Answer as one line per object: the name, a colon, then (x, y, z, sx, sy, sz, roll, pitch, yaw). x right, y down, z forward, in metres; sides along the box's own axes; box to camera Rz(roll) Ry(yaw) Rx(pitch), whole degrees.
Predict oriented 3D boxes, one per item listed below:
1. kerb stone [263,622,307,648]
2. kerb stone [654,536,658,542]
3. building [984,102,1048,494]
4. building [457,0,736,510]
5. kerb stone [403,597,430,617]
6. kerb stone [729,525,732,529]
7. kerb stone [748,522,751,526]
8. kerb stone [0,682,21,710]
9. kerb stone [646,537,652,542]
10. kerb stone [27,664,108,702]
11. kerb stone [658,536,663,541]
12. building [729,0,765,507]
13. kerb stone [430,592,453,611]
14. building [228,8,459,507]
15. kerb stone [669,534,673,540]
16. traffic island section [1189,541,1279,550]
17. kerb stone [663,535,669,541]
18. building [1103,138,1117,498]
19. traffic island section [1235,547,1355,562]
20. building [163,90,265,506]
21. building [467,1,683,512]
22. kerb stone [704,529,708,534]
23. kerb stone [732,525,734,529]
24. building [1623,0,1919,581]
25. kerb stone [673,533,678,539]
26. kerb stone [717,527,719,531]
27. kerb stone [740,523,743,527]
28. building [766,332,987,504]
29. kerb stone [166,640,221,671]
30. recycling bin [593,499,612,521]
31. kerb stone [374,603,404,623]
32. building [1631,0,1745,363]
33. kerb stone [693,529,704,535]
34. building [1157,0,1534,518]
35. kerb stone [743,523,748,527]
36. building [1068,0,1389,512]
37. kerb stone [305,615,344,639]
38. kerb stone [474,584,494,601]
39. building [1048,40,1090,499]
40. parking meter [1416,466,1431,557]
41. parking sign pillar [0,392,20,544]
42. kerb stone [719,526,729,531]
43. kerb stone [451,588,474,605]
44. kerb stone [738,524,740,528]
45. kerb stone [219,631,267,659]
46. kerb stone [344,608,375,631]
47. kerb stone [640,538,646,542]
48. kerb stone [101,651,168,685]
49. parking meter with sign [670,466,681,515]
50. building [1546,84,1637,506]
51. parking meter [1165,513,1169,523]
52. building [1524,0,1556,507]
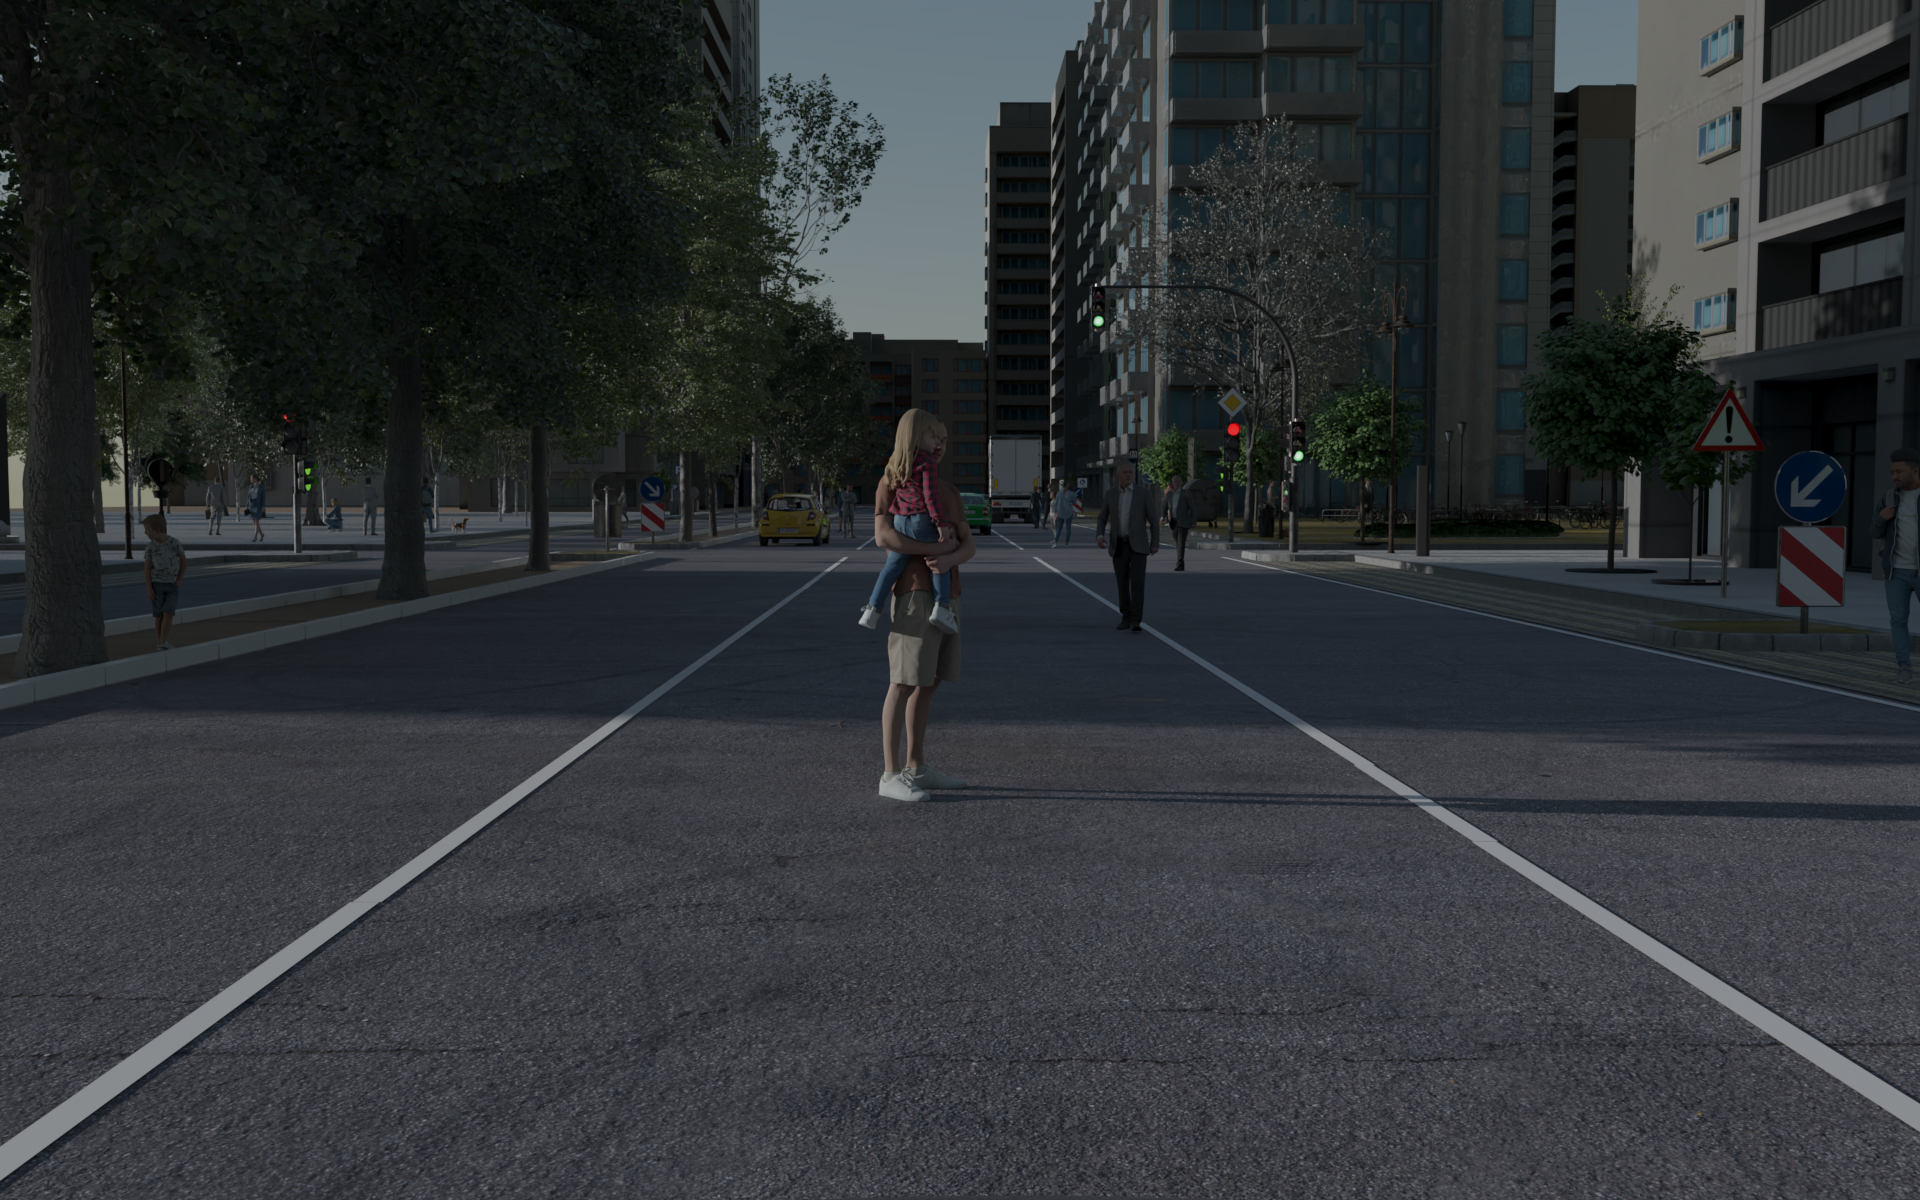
kerb stone: (-6.493, 0.347, 16.517, 0.120, 0.150, 1.000, 0, 4, -1)
kerb stone: (-9.094, -1.750, 50.881, 0.120, 0.150, 1.000, 0, 4, -1)
building: (13.823, -36.338, 217.829, 21.600, 48.544, 21.300, 0, 4, -1)
building: (-31.013, -31.977, 146.532, 21.300, 48.544, 21.600, 0, 4, -1)
kerb stone: (-6.545, 0.099, 20.618, 0.120, 0.150, 1.000, 0, 4, -1)
kerb stone: (-9.367, -2.878, 69.344, 0.120, 0.150, 1.000, 0, 4, -1)
kerb stone: (-9.469, -3.323, 76.525, 0.120, 0.150, 1.000, 0, 4, -1)
kerb stone: (-6.415, 0.666, 11.396, 0.120, 0.150, 1.000, 0, 4, -1)
kerb stone: (-9.079, -1.689, 49.846, 0.120, 0.150, 1.000, 0, 4, -1)
kerb stone: (-6.431, 0.598, 12.418, 0.120, 0.150, 1.000, 0, 4, -1)
kerb stone: (-9.109, -1.817, 51.903, 0.120, 0.150, 1.000, 0, 4, -1)
building: (-32.037, -45.471, 181.697, 20.611, 71.187, 20.563, 0, 4, -1)
kerb stone: (-6.572, 0.035, 21.649, 0.120, 0.150, 1.000, 0, 4, -1)
building: (-56.415, -36.022, 178.194, 27.495, 52.752, 28.713, 0, 4, -1)
kerb stone: (-9.143, -1.941, 53.947, 0.120, 0.150, 1.000, 0, 4, -1)
traffic island section: (7.210, -1.449, 45.967, 2.009, 0.180, 2.903, 0, 4, -1)
kerb stone: (-9.118, -1.879, 52.925, 0.120, 0.150, 1.000, 0, 4, -1)
building: (17.958, -22.160, 134.011, 14.160, 30.474, 14.107, 0, 4, -1)
traffic island section: (7.327, -0.960, 37.983, 2.009, 0.180, 2.903, 0, 4, -1)
building: (-77.440, -32.700, 184.751, 14.200, 45.320, 14.600, 0, 4, -1)
building: (-28.381, -27.202, 128.346, 14.154, 41.232, 14.086, 0, 4, -1)
kerb stone: (-9.261, -2.445, 62.164, 0.120, 0.150, 1.000, 0, 4, -1)
kerb stone: (-9.368, -2.944, 70.366, 0.120, 0.150, 1.000, 0, 4, -1)
building: (23.888, -35.769, 23.068, 20.563, 71.187, 20.611, 0, 4, -1)
kerb stone: (-9.150, -2.002, 54.969, 0.120, 0.150, 1.000, 0, 4, -1)
kerb stone: (-9.306, -2.633, 65.250, 0.120, 0.150, 1.000, 0, 4, -1)
kerb stone: (-9.436, -3.135, 73.445, 0.120, 0.150, 1.000, 0, 4, -1)
building: (-11.471, -23.027, 221.532, 28.899, 21.520, 27.650, 0, 4, -1)
kerb stone: (-6.463, 0.475, 14.464, 0.120, 0.150, 1.000, 0, 4, -1)
recycling bin: (-17.125, -4.303, 82.902, 0.722, 1.027, 0.722, 1, 4, 9)
kerb stone: (-6.537, 0.159, 19.596, 0.120, 0.150, 1.000, 0, 4, -1)
building: (36.527, -26.797, 61.831, 21.600, 48.544, 21.300, 0, 4, -1)
kerb stone: (-9.239, -2.379, 61.142, 0.120, 0.150, 1.000, 0, 4, -1)
building: (20.421, -29.684, 104.934, 23.786, 49.044, 30.456, 0, 4, -1)
kerb stone: (-9.447, -3.260, 75.499, 0.120, 0.150, 1.000, 0, 4, -1)
building: (22.372, -32.821, 156.232, 23.786, 49.044, 30.456, 0, 4, -1)
kerb stone: (-6.503, 0.284, 17.547, 0.120, 0.150, 1.000, 0, 4, -1)
kerb stone: (-6.598, -0.092, 23.694, 0.120, 0.150, 1.000, 0, 4, -1)
building: (20.941, -34.194, 182.767, 21.300, 48.544, 21.600, 0, 4, -1)
parking meter: (9.559, -1.835, 35.716, 0.255, 1.863, 0.399, 1, 4, 20)
parking sign pillar: (-25.300, -3.456, 44.976, 1.447, 3.967, 1.447, 0, 4, 4)
kerb stone: (-9.347, -2.821, 68.320, 0.120, 0.150, 1.000, 0, 4, -1)
kerb stone: (-6.584, -0.029, 22.671, 0.120, 0.150, 1.000, 0, 4, -1)
kerb stone: (-9.409, -3.072, 72.419, 0.120, 0.150, 1.000, 0, 4, -1)
kerb stone: (-6.472, 0.410, 15.486, 0.120, 0.150, 1.000, 0, 4, -1)
kerb stone: (-6.520, 0.226, 18.569, 0.120, 0.150, 1.000, 0, 4, -1)
kerb stone: (-9.062, -1.629, 48.823, 0.120, 0.150, 1.000, 0, 4, -1)
kerb stone: (-6.446, 0.536, 13.439, 0.120, 0.150, 1.000, 0, 4, -1)
parking meter with sign: (-17.413, -6.726, 106.237, 0.543, 3.016, 1.738, 0, 4, 3)
building: (66.289, -32.824, 186.775, 14.200, 45.320, 14.600, 0, 4, -1)
parking meter: (9.169, -4.270, 75.517, 0.399, 1.863, 0.255, 1, 4, 11)
building: (48.926, -45.551, 183.017, 20.611, 71.187, 20.563, 0, 4, -1)
